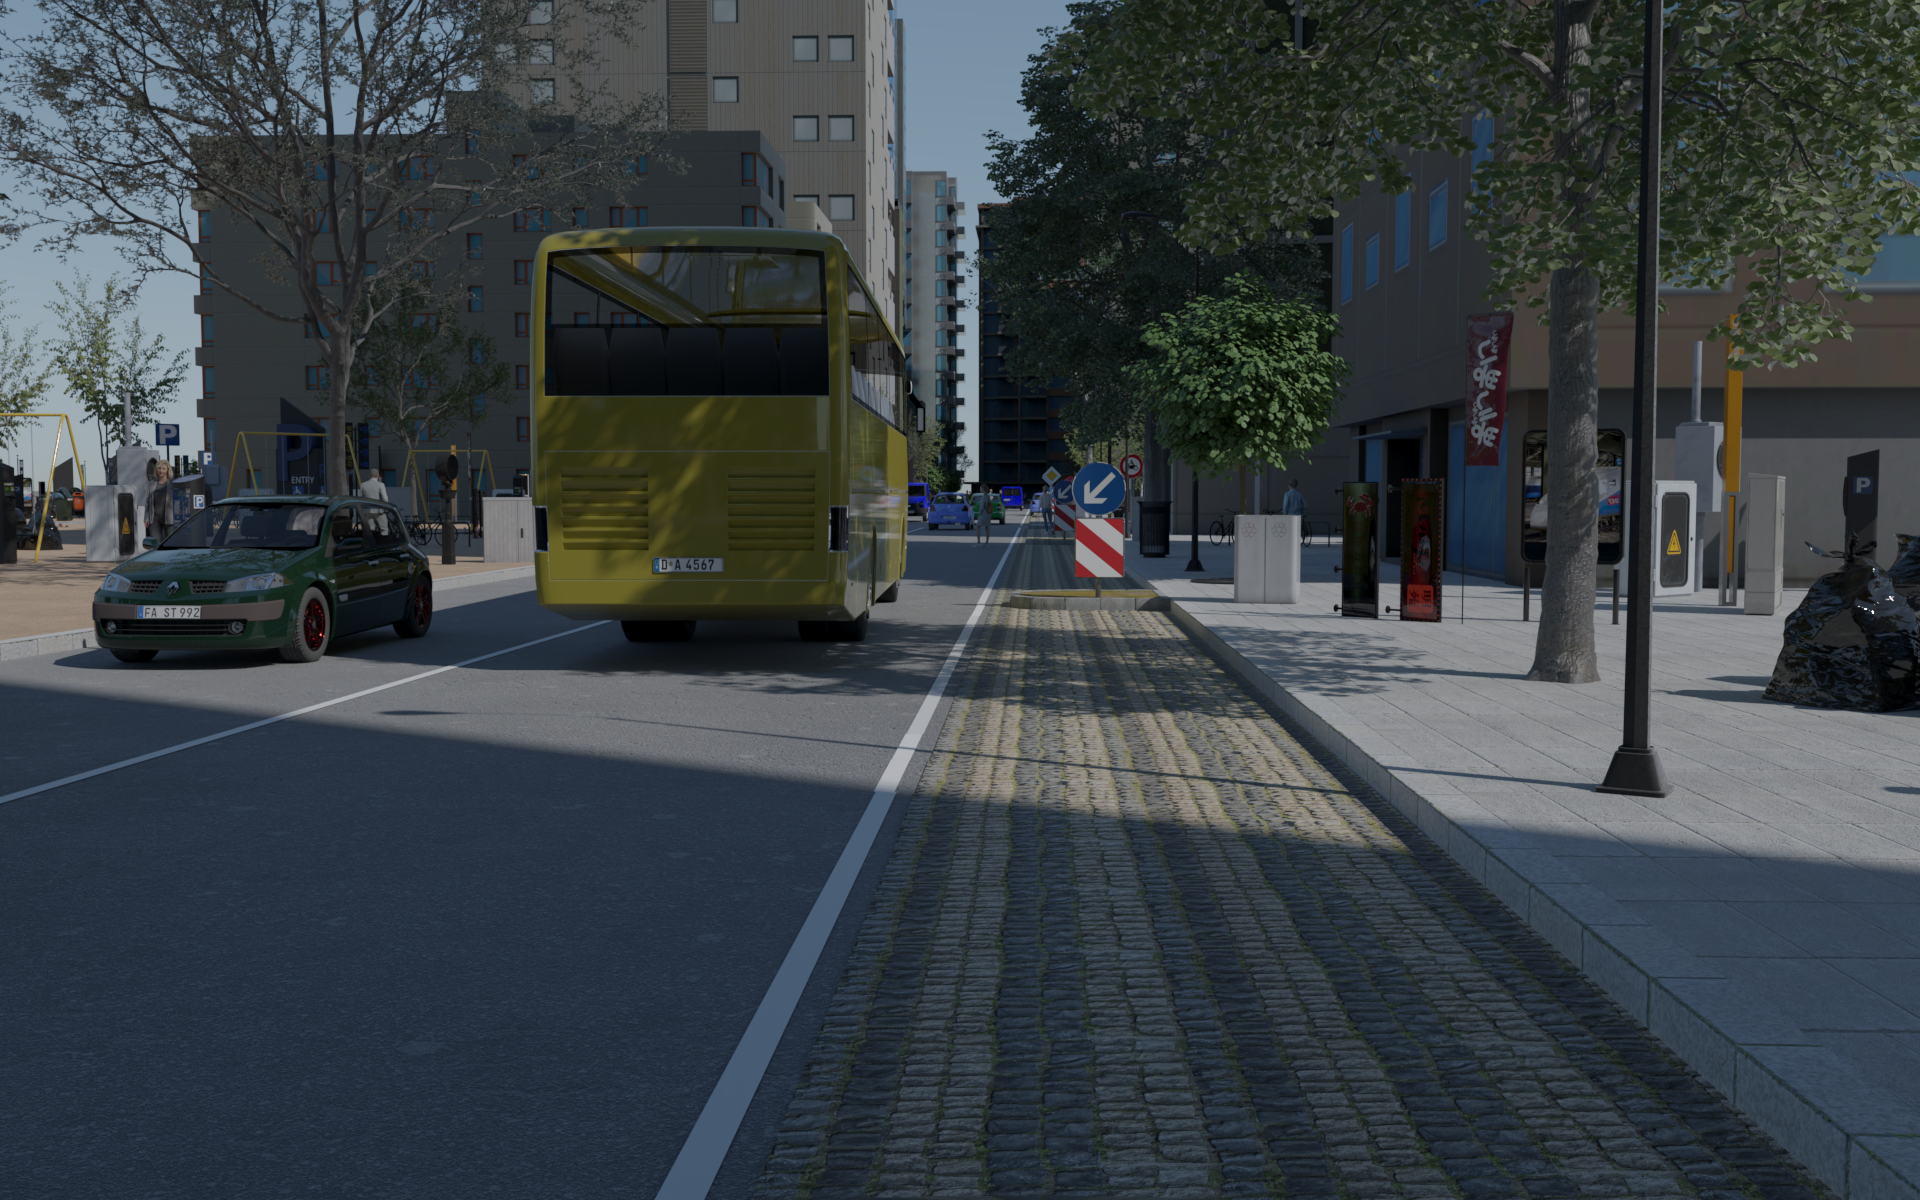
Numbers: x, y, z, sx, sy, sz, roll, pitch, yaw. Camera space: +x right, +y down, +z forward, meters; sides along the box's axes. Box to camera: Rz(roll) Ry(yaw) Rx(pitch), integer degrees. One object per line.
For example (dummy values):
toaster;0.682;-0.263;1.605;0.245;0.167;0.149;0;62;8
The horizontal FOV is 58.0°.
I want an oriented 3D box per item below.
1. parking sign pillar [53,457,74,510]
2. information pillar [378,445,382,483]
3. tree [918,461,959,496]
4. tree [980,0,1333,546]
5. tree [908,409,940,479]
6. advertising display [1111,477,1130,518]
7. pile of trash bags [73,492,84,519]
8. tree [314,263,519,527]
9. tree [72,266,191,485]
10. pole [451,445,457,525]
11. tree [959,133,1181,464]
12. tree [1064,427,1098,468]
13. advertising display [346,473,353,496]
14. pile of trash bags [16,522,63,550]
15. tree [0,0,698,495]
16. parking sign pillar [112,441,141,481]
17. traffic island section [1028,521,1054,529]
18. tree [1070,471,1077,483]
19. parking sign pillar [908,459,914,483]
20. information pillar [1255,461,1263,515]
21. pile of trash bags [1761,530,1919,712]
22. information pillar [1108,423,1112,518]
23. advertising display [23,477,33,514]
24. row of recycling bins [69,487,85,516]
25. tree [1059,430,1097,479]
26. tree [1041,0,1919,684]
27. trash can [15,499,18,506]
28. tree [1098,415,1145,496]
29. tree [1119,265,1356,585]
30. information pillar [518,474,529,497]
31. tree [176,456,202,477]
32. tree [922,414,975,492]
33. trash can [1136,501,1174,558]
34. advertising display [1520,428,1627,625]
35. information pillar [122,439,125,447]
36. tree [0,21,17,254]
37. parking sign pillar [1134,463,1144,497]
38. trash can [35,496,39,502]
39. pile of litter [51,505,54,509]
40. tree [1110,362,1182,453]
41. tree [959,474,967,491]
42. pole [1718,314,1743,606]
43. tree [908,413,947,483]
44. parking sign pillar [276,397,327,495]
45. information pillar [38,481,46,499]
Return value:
parking sign pillar;-64.362;-8.308;124.303;1.447;3.967;1.447;-3;4;-36
information pillar;-27.997;-5.648;83.704;0.183;3.616;0.504;-1;4;-11
tree;-2.564;-11.367;169.558;4.285;4.588;4.351;0;3;0
tree;4.875;-8.315;42.610;9.857;13.997;8.962;0;3;0
tree;-4.044;-12.214;150.066;4.360;8.622;3.978;0;3;0
advertising display;5.901;-3.625;64.475;0.123;1.923;0.974;-3;5;-44
pile of trash bags;-47.216;-4.889;89.689;3.447;1.369;1.912;-1;4;-22
tree;-21.260;-8.147;67.612;8.767;10.594;7.601;0;4;-2
tree;-27.720;-6.499;56.616;4.737;8.622;4.395;0;3;0
pole;-21.175;-4.809;72.473;0.158;3.312;0.155;0;3;0
tree;6.191;-14.486;92.732;12.611;20.169;13.585;0;3;0
tree;10.217;-11.643;140.720;4.737;8.622;4.395;0;3;0
advertising display;-18.470;-2.888;52.432;0.123;1.923;0.974;-2;4;-24
pile of trash bags;-22.162;-1.777;38.803;1.912;1.369;3.447;2;4;33
tree;-8.994;-6.995;24.732;12.009;13.543;11.850;0;3;0
parking sign pillar;-40.914;-5.911;85.117;1.447;3.967;1.447;-2;4;-24
traffic island section;4.210;-3.529;79.986;2.009;0.180;2.903;0;4;3
tree;8.615;-7.802;122.160;1.663;3.219;1.824;0;3;0
parking sign pillar;-4.145;-8.702;130.745;1.447;3.967;1.447;0;4;8
information pillar;5.427;-2.451;31.430;0.183;3.616;0.504;1;4;17
pile of trash bags;6.847;-0.064;10.806;3.447;1.369;1.912;-2;4;-26
information pillar;4.942;-4.025;57.169;0.183;3.616;0.504;1;4;10
advertising display;-36.441;-3.782;67.050;0.974;1.923;0.123;-2;4;-25
row of recycling bins;-51.445;-5.873;103.132;3.534;1.692;1.069;1;4;10
tree;11.749;-13.777;175.613;4.360;8.622;3.978;0;3;0
tree;4.133;-5.741;11.997;7.486;12.596;7.792;0;3;0
trash can;-25.538;-2.114;46.218;0.748;1.137;0.748;0;3;0
tree;13.120;-10.573;123.231;4.737;8.622;4.395;0;3;0
tree;3.996;-2.527;25.026;4.285;4.588;4.351;0;3;0
information pillar;-16.321;-3.690;64.827;0.304;2.012;0.304;-2;4;-32
tree;-38.433;-5.656;87.072;1.663;3.219;1.824;0;3;0
tree;-1.736;-16.332;201.437;7.601;10.594;8.767;-2;4;-31
trash can;3.927;-1.424;34.944;0.748;1.137;0.748;0;3;0
advertising display;6.073;-0.731;17.171;0.974;1.923;0.123;2;4;28
information pillar;-34.672;-4.946;72.218;0.183;3.616;0.504;3;5;39
tree;-9.546;-5.573;8.127;9.611;12.733;9.660;0;3;0
parking sign pillar;14.260;-9.045;136.364;1.447;3.967;1.447;-2;4;-29
trash can;-70.622;-7.382;132.349;0.748;1.137;0.748;0;3;0
pile of litter;-71.859;-7.451;135.790;1.719;0.858;1.176;-2;4;-25
tree;13.183;-11.439;112.776;9.928;11.665;9.643;0;3;0
tree;-1.710;-14.023;212.982;4.285;4.588;4.351;0;3;0
pole;8.793;-1.584;19.743;0.158;3.312;0.155;0;3;0
tree;-3.292;-12.558;155.678;4.737;8.622;4.395;0;3;0
parking sign pillar;-18.279;-3.645;48.066;1.447;3.967;1.447;1;4;11
information pillar;-52.940;-5.836;99.912;0.304;2.012;0.304;-3;5;-41
